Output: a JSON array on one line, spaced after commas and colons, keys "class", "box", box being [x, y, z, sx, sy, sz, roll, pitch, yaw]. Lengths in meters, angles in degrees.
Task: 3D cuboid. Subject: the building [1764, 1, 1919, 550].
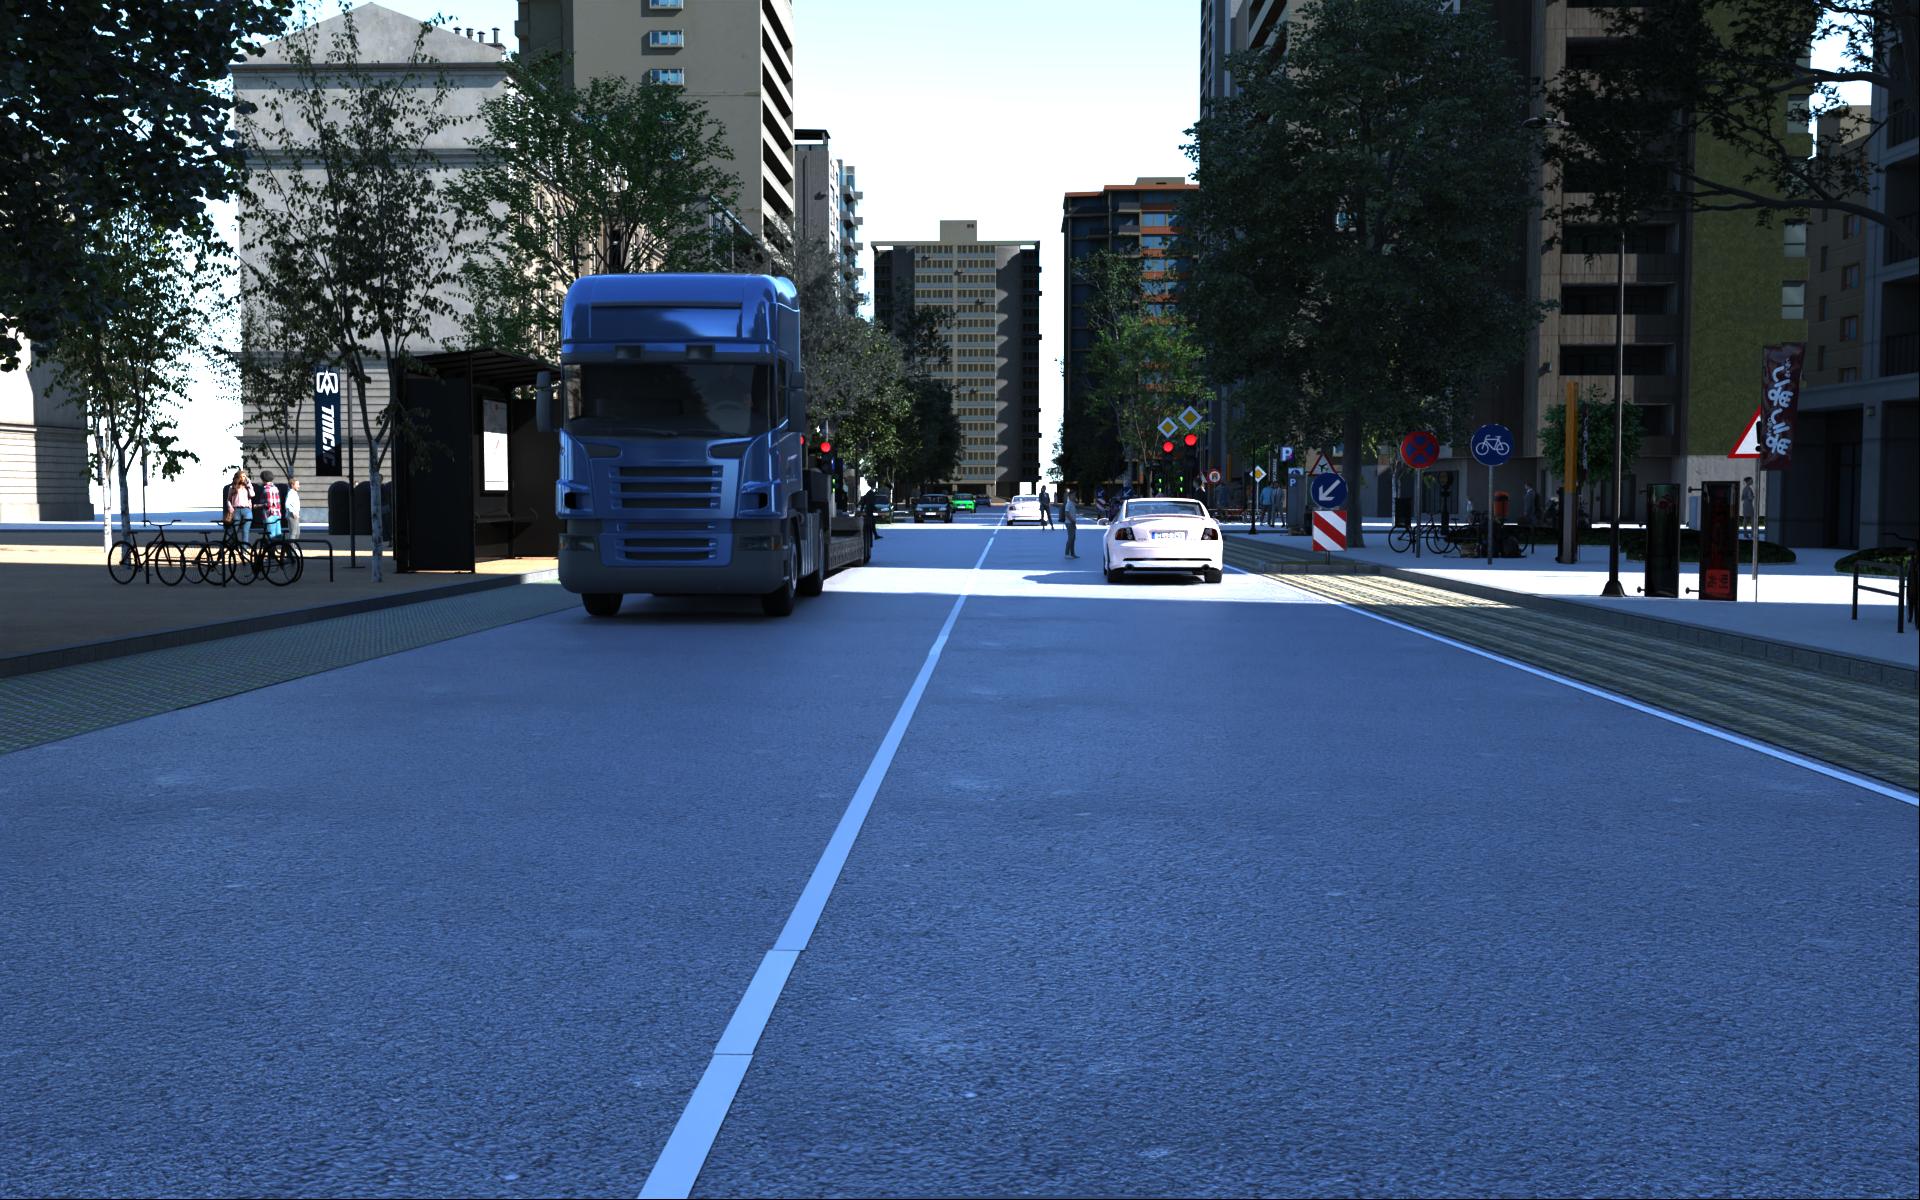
[{"class": "building", "box": [29.337, -36.141, 29.150, 20.563, 71.187, 20.611, 0, 4, 2]}]

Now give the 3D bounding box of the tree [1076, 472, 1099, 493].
[{"class": "tree", "box": [14.778, -13.171, 199.057, 4.285, 4.588, 4.351, 0, 3, 0]}]

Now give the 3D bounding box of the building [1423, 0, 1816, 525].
[{"class": "building", "box": [28.297, -18.743, 78.157, 14.107, 30.474, 14.160, 0, 4, 2]}]

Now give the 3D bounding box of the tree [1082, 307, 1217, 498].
[{"class": "tree", "box": [10.598, -10.507, 97.551, 9.928, 11.665, 9.643, 0, 3, 0]}]

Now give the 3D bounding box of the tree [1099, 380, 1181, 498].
[{"class": "tree", "box": [11.973, -9.636, 107.916, 4.737, 8.622, 4.395, 0, 3, 0]}]

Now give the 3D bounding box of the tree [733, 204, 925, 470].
[{"class": "tree", "box": [-6.787, -10.027, 74.307, 12.009, 13.543, 11.850, 0, 3, 0]}]

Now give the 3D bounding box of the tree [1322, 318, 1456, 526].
[{"class": "tree", "box": [17.499, -7.260, 69.070, 4.737, 8.622, 4.395, 0, 3, 0]}]

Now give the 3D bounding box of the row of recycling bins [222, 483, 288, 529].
[{"class": "row of recycling bins", "box": [-26.137, -3.521, 64.674, 1.069, 1.692, 3.534, 1, 4, 14]}]

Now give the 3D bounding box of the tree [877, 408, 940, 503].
[{"class": "tree", "box": [-4.858, -10.698, 125.279, 4.737, 8.622, 4.395, 0, 3, 0]}]

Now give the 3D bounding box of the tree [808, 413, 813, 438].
[{"class": "tree", "box": [-11.205, -10.827, 127.385, 4.360, 8.622, 3.978, 0, 3, 0]}]

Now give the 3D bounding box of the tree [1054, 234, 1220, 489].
[{"class": "tree", "box": [13.019, -16.415, 124.275, 12.611, 20.169, 13.585, 0, 3, 0]}]

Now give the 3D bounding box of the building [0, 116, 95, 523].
[{"class": "building", "box": [-51.865, -13.194, 80.357, 19.286, 19.102, 10.561, 0, 4, 2]}]

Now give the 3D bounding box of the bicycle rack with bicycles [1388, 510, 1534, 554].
[{"class": "bicycle rack with bicycles", "box": [11.109, -1.467, 37.364, 2.852, 0.926, 2.925, -2, 4, -32]}]

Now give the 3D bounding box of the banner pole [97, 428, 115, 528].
[{"class": "banner pole", "box": [-32.166, -4.590, 65.055, 0.401, 3.779, 0.863, 0, 4, 7]}]

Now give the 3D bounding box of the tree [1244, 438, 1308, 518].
[{"class": "tree", "box": [17.183, -6.749, 94.063, 4.285, 4.588, 4.351, 0, 3, 0]}]

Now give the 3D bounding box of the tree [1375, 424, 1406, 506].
[{"class": "tree", "box": [23.396, -8.621, 91.320, 4.360, 8.622, 3.978, 0, 3, 0]}]

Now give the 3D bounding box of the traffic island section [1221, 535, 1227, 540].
[{"class": "traffic island section", "box": [7.295, -2.001, 55.001, 2.009, 0.180, 2.903, 0, 4, 2]}]

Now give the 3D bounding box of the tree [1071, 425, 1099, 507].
[{"class": "tree", "box": [13.556, -13.711, 174.539, 4.737, 8.622, 4.395, 0, 3, 0]}]

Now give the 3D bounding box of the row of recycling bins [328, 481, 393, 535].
[{"class": "row of recycling bins", "box": [-18.098, -2.887, 54.308, 3.534, 1.692, 1.069, 0, 4, 5]}]

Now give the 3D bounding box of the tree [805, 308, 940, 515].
[{"class": "tree", "box": [-6.361, -11.652, 107.517, 9.611, 12.733, 9.660, 0, 3, 0]}]

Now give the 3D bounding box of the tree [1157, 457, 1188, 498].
[{"class": "tree", "box": [10.927, -5.799, 89.410, 1.663, 3.219, 1.824, 0, 3, 0]}]

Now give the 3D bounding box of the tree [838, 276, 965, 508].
[{"class": "tree", "box": [-5.667, -18.217, 153.730, 12.611, 20.169, 13.585, 0, 3, 0]}]

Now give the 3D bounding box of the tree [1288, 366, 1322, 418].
[{"class": "tree", "box": [17.319, -7.684, 75.990, 4.737, 8.622, 4.395, 0, 3, 0]}]

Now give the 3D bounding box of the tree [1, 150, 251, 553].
[{"class": "tree", "box": [-18.432, -5.330, 37.502, 4.360, 8.622, 3.978, 0, 3, 0]}]

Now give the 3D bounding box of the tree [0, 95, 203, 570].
[{"class": "tree", "box": [-14.199, -4.808, 28.981, 4.737, 8.622, 4.395, 0, 3, 0]}]

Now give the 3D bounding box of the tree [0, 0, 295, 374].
[{"class": "tree", "box": [-8.971, -6.431, 11.800, 9.857, 13.997, 8.962, 0, 3, 0]}]

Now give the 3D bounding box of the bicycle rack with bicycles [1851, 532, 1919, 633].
[{"class": "bicycle rack with bicycles", "box": [9.940, -0.204, 16.723, 2.852, 0.926, 2.925, 1, 4, 16]}]

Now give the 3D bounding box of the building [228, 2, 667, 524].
[{"class": "building", "box": [-23.870, -16.645, 91.236, 14.460, 24.649, 34.723, 0, 4, 2]}]

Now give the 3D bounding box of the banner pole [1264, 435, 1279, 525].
[{"class": "banner pole", "box": [13.116, -5.060, 72.755, 0.401, 3.779, 0.863, -2, 4, -29]}]

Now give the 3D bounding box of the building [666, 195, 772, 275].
[{"class": "building", "box": [-22.409, -18.647, 123.952, 14.314, 24.678, 30.058, 0, 4, 2]}]

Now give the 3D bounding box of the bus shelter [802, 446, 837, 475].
[{"class": "bus shelter", "box": [-7.351, -5.869, 87.247, 1.731, 3.624, 6.357, 0, 4, 2]}]

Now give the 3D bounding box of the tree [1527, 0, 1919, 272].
[{"class": "tree", "box": [7.823, -4.854, 13.771, 8.767, 10.594, 7.601, -3, 5, -39]}]

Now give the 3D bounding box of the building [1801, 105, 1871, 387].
[{"class": "building", "box": [58.090, -14.808, 87.149, 28.899, 21.520, 27.650, 0, 4, 2]}]

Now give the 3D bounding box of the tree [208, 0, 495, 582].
[{"class": "tree", "box": [-8.551, -4.550, 24.757, 4.360, 8.622, 3.978, 0, 3, 0]}]

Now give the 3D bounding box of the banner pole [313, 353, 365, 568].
[{"class": "banner pole", "box": [-10.710, -2.434, 29.820, 0.863, 3.779, 0.401, -3, 5, -44]}]

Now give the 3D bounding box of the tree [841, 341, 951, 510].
[{"class": "tree", "box": [-5.522, -14.182, 138.532, 9.857, 13.997, 8.962, 0, 3, 0]}]

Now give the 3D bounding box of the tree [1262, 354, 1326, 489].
[{"class": "tree", "box": [17.239, -8.413, 87.922, 4.360, 8.622, 3.978, 0, 3, 0]}]

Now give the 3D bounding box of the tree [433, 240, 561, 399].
[{"class": "tree", "box": [-13.039, -6.044, 49.189, 4.737, 8.622, 4.395, 0, 3, 0]}]

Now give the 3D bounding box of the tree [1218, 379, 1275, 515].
[{"class": "tree", "box": [18.173, -9.589, 107.138, 4.737, 8.622, 4.395, 0, 3, 0]}]

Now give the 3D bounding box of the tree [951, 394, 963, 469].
[{"class": "tree", "box": [-4.191, -17.074, 185.819, 9.857, 13.997, 8.962, 0, 3, 0]}]

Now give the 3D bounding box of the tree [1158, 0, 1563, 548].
[{"class": "tree", "box": [9.457, -8.241, 41.391, 9.857, 13.997, 8.962, 0, 3, 0]}]

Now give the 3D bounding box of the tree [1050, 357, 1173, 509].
[{"class": "tree", "box": [13.505, -14.743, 151.410, 12.009, 13.543, 11.850, 0, 3, 0]}]

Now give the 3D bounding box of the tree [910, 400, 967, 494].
[{"class": "tree", "box": [-2.901, -17.511, 204.430, 7.486, 12.596, 7.792, 0, 3, 0]}]

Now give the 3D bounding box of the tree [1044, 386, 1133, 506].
[{"class": "tree", "box": [13.610, -16.256, 182.788, 9.611, 12.733, 9.660, 0, 3, 0]}]

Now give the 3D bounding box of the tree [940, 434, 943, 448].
[{"class": "tree", "box": [-3.698, -13.912, 177.826, 4.737, 8.622, 4.395, 0, 3, 0]}]

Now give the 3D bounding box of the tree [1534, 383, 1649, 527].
[{"class": "tree", "box": [18.628, -4.131, 51.262, 4.285, 4.588, 4.351, 0, 3, 0]}]

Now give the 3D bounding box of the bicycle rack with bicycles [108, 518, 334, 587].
[{"class": "bicycle rack with bicycles", "box": [-10.328, -0.698, 24.798, 2.925, 0.926, 2.852, 2, 4, 33]}]

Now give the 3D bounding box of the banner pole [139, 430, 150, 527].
[{"class": "banner pole", "box": [-31.617, -4.720, 67.185, 0.401, 3.779, 0.863, -3, 4, -39]}]

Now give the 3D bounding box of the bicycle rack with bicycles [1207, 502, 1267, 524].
[{"class": "bicycle rack with bicycles", "box": [12.181, -3.813, 75.726, 2.925, 0.926, 2.852, -1, 4, -18]}]

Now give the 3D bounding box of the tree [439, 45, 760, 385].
[{"class": "tree", "box": [-8.313, -7.042, 40.891, 9.928, 11.665, 9.643, 0, 3, 0]}]

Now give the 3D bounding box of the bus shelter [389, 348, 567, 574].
[{"class": "bus shelter", "box": [-8.263, -2.426, 30.942, 1.731, 3.624, 6.357, 0, 4, 2]}]

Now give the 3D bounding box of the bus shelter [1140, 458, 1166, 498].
[{"class": "bus shelter", "box": [12.873, -7.553, 114.769, 1.731, 3.624, 6.357, 0, 4, 2]}]
